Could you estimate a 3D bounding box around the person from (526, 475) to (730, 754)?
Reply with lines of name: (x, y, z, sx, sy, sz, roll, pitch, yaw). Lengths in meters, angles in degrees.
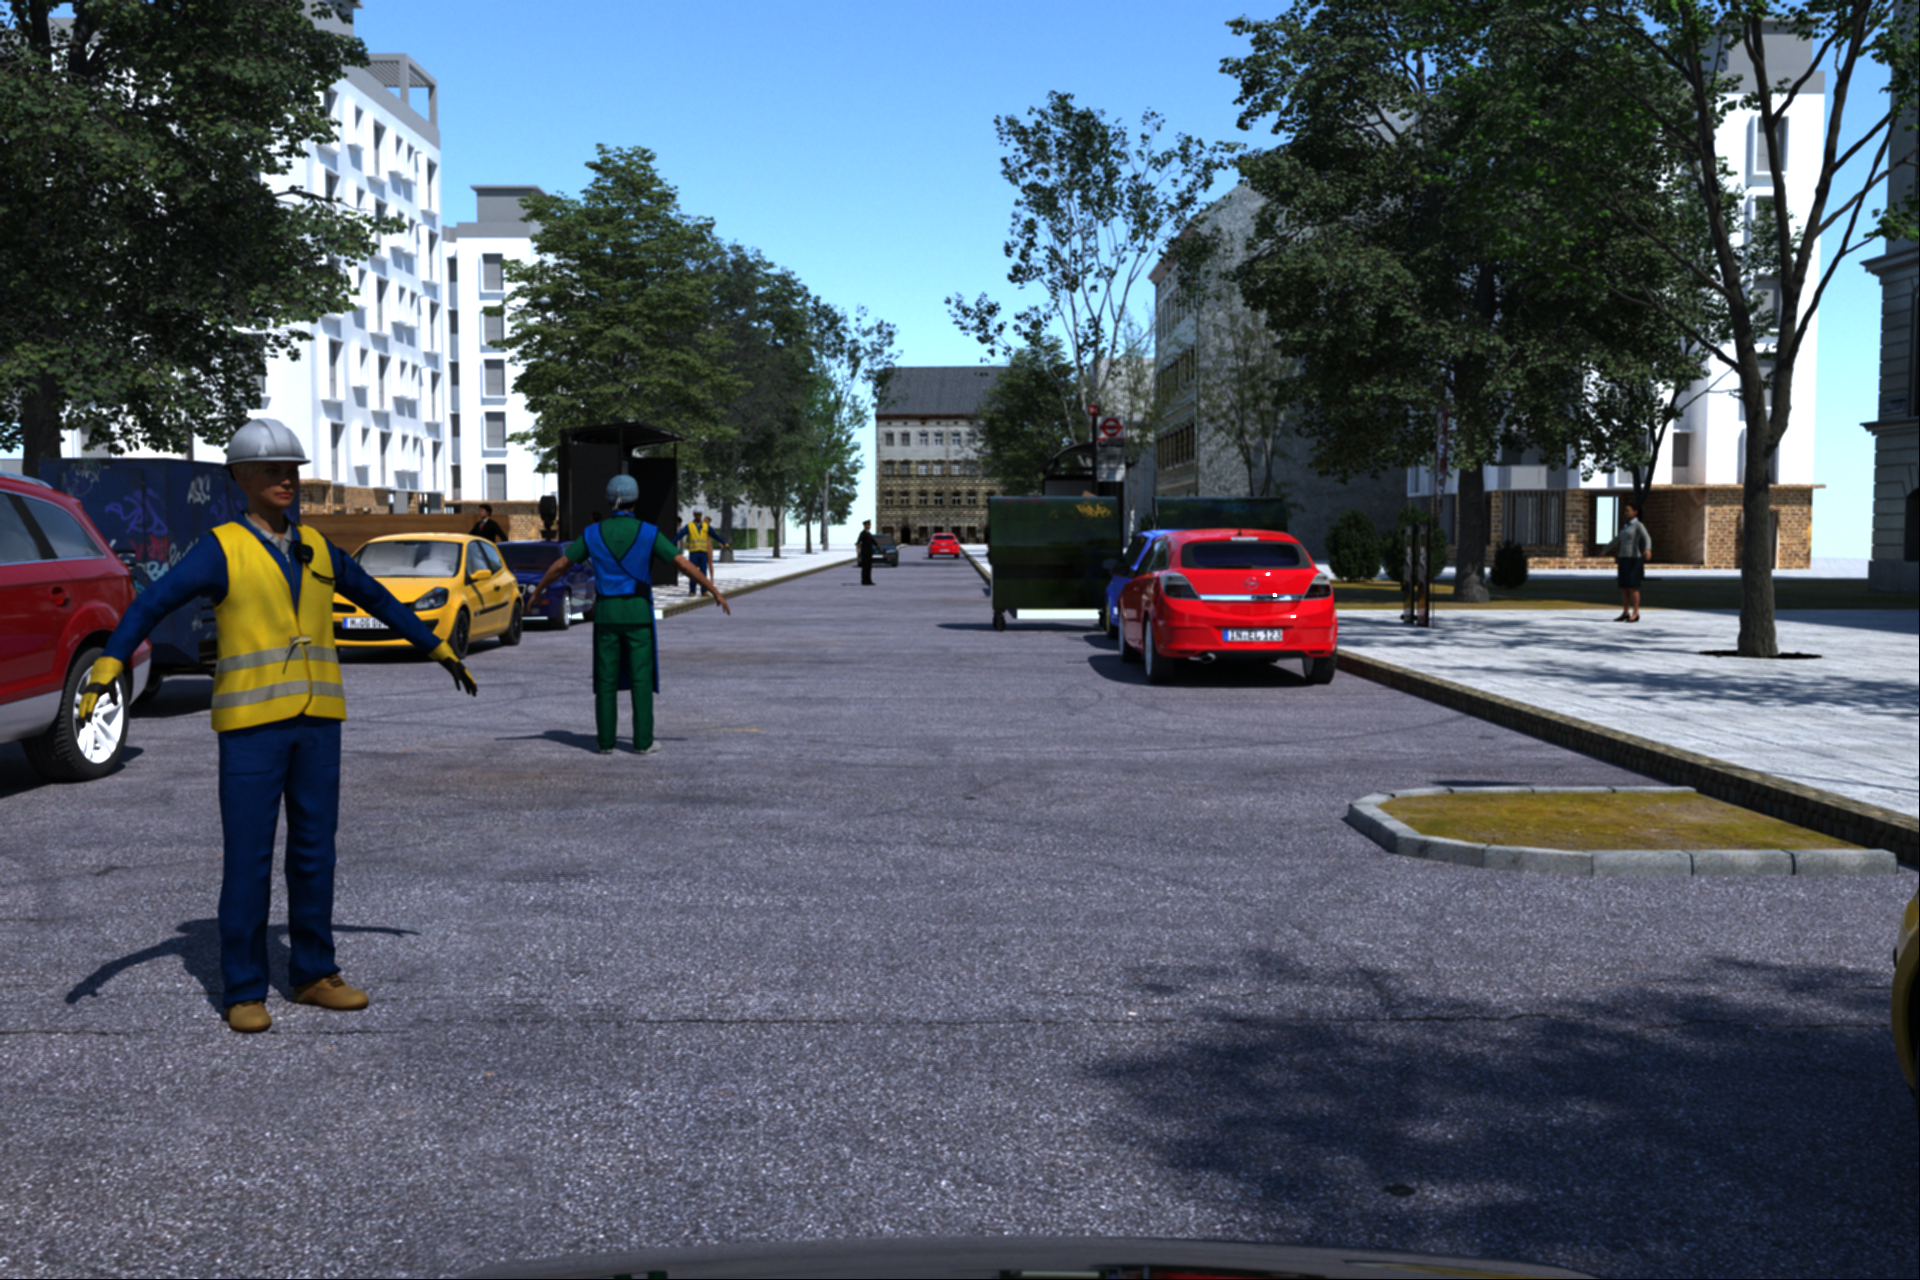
person: (-2.189, -0.168, 11.328, 1.347, 1.817, 0.704, 0, 4, 1)

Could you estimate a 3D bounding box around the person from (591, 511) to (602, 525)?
person: (-7.435, -1.734, 35.066, 0.721, 1.740, 1.216, 2, 4, 33)

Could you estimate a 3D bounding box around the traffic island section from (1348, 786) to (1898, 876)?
traffic island section: (2.929, 0.894, 8.252, 1.991, 0.108, 1.994, 0, 4, -1)

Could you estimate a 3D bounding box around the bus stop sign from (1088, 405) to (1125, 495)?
bus stop sign: (2.981, -2.880, 35.790, 0.855, 3.939, 0.416, 0, 4, 0)

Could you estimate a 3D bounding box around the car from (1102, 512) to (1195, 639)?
car: (2.861, -0.797, 22.616, 1.945, 1.707, 3.694, 0, 4, -1)

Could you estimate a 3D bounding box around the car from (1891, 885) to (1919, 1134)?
car: (2.849, 0.491, 2.189, 2.015, 1.641, 3.980, 0, 3, 0)

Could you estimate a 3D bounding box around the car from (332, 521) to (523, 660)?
car: (-6.520, -0.653, 20.908, 2.015, 1.641, 3.980, 0, 4, -1)

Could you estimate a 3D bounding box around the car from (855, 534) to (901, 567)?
car: (-3.581, -4.046, 75.946, 2.009, 1.686, 4.222, 0, 4, -1)

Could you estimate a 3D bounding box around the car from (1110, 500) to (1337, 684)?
car: (2.683, -0.553, 18.075, 2.155, 1.783, 4.494, 0, 3, 0)

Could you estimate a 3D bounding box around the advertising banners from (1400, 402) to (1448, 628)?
advertising banners: (6.425, -1.699, 23.972, 0.090, 3.025, 2.074, 0, 4, 0)

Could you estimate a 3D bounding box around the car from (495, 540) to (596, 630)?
car: (-6.730, -0.885, 27.044, 1.945, 1.354, 3.894, 0, 4, -1)

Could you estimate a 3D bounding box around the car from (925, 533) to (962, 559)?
car: (-0.956, -5.633, 101.136, 2.155, 1.783, 4.494, 0, 4, -2)

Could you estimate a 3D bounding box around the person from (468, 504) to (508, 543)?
person: (-8.331, -1.477, 30.341, 1.347, 1.806, 0.705, 2, 4, 28)

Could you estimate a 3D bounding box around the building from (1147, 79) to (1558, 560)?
building: (20.735, -16.012, 92.717, 19.493, 23.208, 18.063, 0, 3, 0)

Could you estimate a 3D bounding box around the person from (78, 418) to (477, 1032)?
person: (-1.974, 0.234, 5.099, 0.721, 1.772, 1.216, 3, 5, 41)

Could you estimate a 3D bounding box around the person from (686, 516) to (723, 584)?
person: (-6.493, -2.282, 44.121, 1.217, 1.733, 0.721, 2, 4, 33)

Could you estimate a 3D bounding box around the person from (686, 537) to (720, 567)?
person: (-9.965, -3.706, 66.856, 1.348, 1.796, 0.705, 0, 4, 2)

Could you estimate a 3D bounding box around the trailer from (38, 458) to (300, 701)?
trailer: (-6.426, -0.410, 13.755, 1.471, 1.999, 3.904, 0, 4, 0)

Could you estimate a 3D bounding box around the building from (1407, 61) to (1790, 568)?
building: (25.129, -13.410, 75.671, 16.016, 20.090, 11.380, 0, 4, 0)

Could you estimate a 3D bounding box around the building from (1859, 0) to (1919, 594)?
building: (25.825, -12.391, 21.675, 14.460, 24.649, 34.723, 0, 4, 0)

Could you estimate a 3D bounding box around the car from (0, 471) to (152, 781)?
car: (-6.017, 0.005, 8.592, 2.281, 1.827, 5.304, 0, 3, 0)

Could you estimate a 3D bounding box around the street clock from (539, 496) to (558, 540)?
street clock: (-7.754, -1.719, 32.674, 0.358, 2.002, 0.471, 0, 4, 1)

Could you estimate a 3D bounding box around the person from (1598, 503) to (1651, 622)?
person: (9.702, -1.127, 25.252, 0.721, 1.735, 1.217, -1, 4, -12)

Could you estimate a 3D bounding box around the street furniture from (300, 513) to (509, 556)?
street furniture: (-14.231, -2.005, 39.633, 9.812, 1.723, 11.010, 1, 4, 14)

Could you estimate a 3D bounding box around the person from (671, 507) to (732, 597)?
person: (-5.377, -1.813, 35.610, 1.349, 1.833, 0.705, -1, 4, -21)

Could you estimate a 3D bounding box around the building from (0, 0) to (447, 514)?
building: (-26.333, -12.382, 58.869, 16.016, 20.090, 11.380, 0, 4, 0)

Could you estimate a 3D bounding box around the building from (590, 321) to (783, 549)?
building: (-26.193, -17.903, 159.166, 16.747, 18.905, 31.486, 0, 4, 0)

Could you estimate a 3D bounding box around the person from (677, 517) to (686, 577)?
person: (-8.501, -2.809, 52.108, 0.705, 1.806, 1.347, -2, 4, -33)

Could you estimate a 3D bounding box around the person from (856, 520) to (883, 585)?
person: (-2.582, -2.455, 48.524, 0.705, 1.837, 1.347, 2, 4, 27)

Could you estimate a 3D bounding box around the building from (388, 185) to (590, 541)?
building: (-27.987, -14.608, 95.255, 16.016, 20.090, 11.380, 0, 4, 0)
